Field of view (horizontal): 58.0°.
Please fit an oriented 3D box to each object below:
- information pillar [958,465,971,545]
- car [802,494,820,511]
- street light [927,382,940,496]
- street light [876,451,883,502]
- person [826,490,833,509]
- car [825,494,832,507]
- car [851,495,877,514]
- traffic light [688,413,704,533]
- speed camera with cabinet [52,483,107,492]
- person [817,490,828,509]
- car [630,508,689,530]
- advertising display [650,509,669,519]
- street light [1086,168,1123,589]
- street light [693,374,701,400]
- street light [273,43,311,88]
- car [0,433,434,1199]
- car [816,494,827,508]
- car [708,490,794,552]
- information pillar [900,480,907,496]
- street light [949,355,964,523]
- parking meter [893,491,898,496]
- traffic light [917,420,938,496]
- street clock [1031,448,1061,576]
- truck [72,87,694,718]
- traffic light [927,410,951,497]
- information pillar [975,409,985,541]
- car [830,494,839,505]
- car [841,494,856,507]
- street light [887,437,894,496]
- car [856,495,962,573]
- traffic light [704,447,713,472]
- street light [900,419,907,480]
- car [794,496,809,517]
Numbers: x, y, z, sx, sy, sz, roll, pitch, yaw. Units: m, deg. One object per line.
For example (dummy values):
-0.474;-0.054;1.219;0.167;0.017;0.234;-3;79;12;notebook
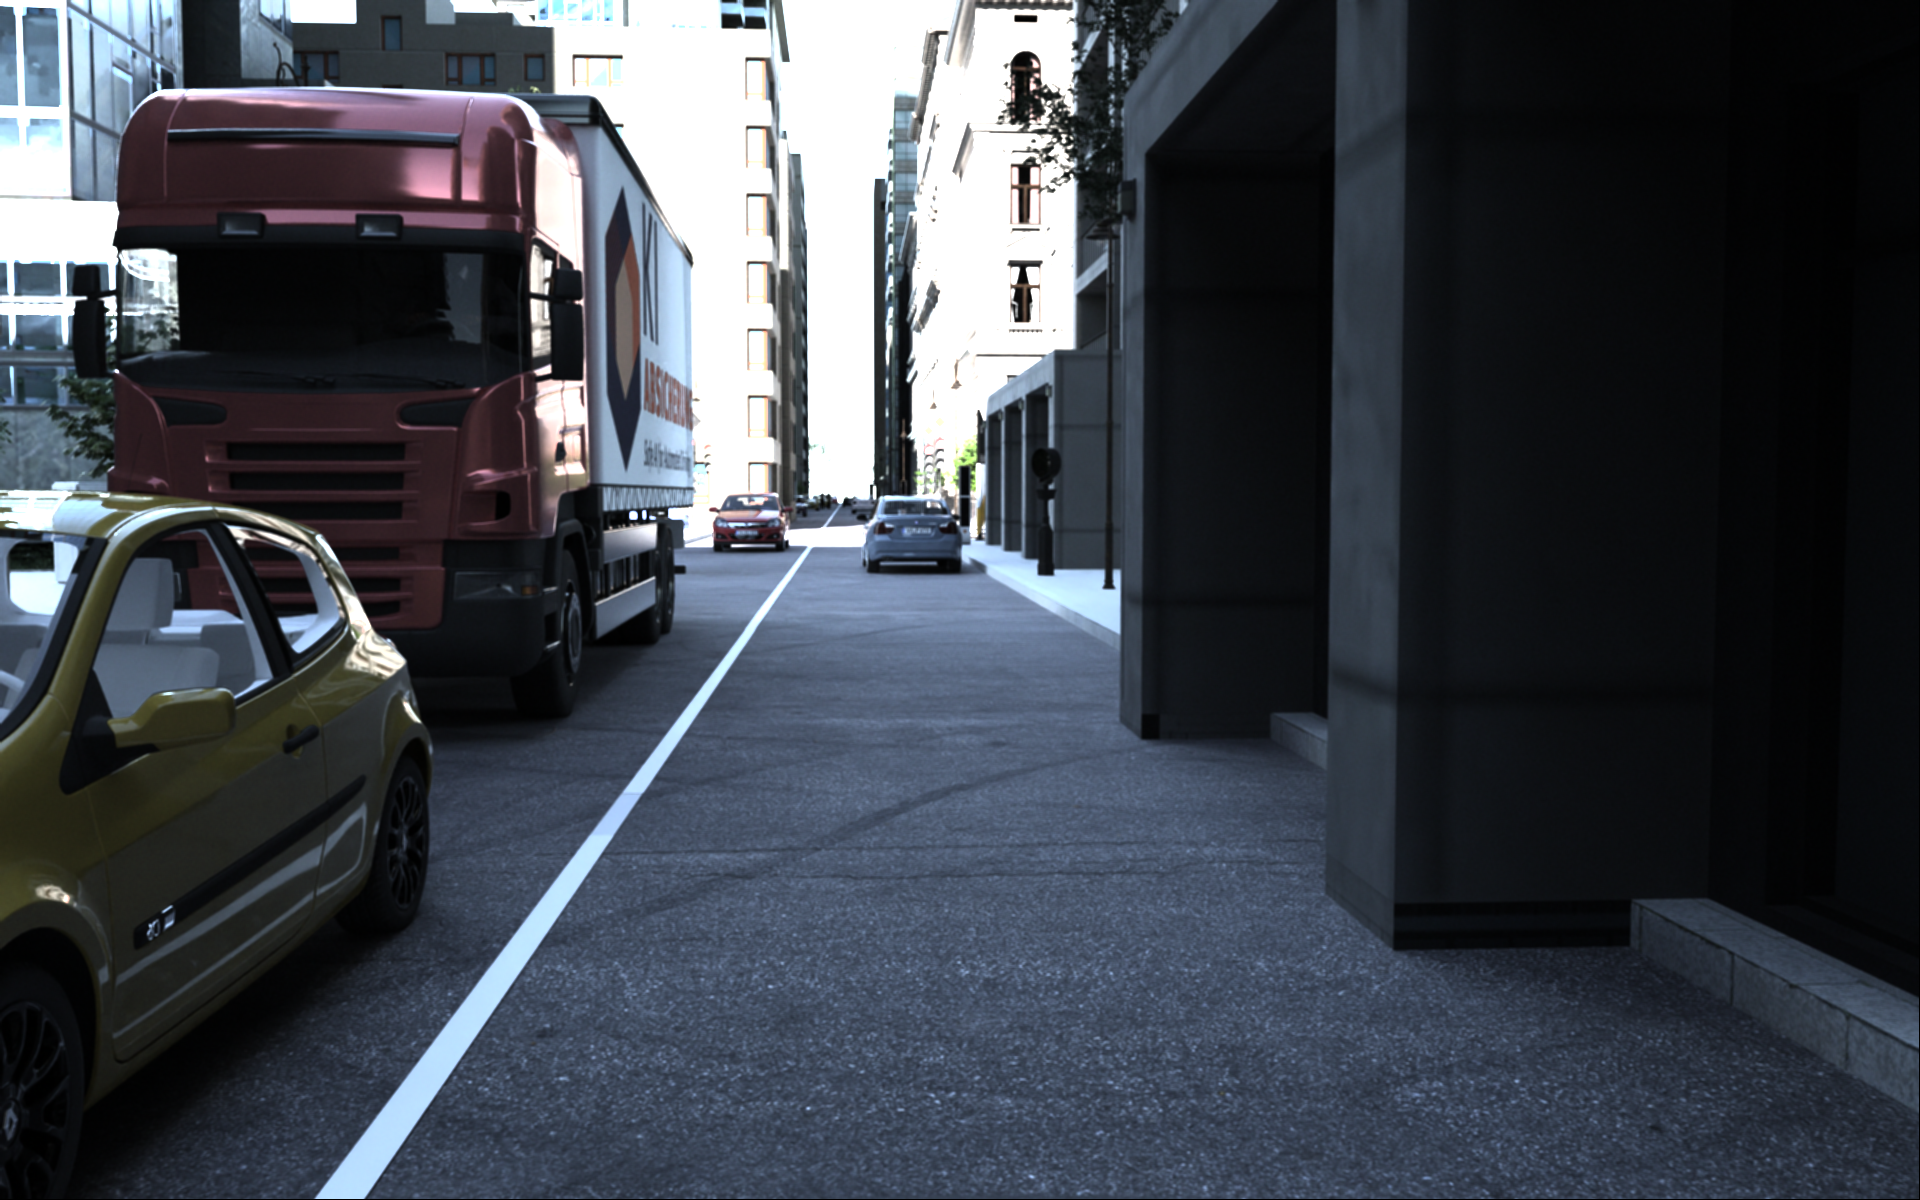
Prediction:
0.117;-2.417;44.012;0.304;2.012;0.304;0;4;-4;information pillar
-12.933;-8.445;148.298;2.015;1.641;3.980;0;4;-2;car
-1.103;-6.047;71.654;0.468;5.910;1.993;0;4;-4;street light
-8.317;-12.819;182.377;0.468;5.910;1.993;0;4;-4;street light
-12.726;-9.770;168.332;0.705;1.812;1.348;-2;4;-33;person
-15.313;-11.213;193.552;2.015;1.641;3.980;0;4;-5;car
-7.040;-7.061;127.817;2.083;1.381;4.827;0;4;-2;car
-8.940;-4.196;57.520;0.839;4.253;0.868;0;4;-4;traffic light
-12.279;-1.907;25.512;0.660;3.252;2.038;2;4;27;speed camera with cabinet
-13.010;-9.475;163.433;1.348;1.823;0.705;2;4;26;person
-11.460;-3.184;61.646;3.694;1.707;1.945;0;4;-2;car
-8.916;-2.828;51.454;0.123;1.923;0.974;1;4;18;advertising display
2.012;-3.086;23.241;0.468;5.910;1.993;0;4;-4;street light
-9.956;-5.697;65.940;0.468;5.910;1.993;0;4;-4;street light
-6.880;-2.788;18.378;0.468;5.910;1.993;0;4;-4;street light
-2.599;0.363;4.284;2.015;1.641;3.980;0;4;-2;car
-14.880;-10.586;183.309;2.015;1.641;3.980;0;4;-4;car
-5.345;-2.172;44.558;2.155;1.783;4.494;0;4;-3;car
-3.011;-5.403;92.824;0.304;2.012;0.304;1;4;9;information pillar
-0.133;-5.196;57.737;0.468;5.910;1.993;0;4;-4;street light
-4.909;-7.510;131.191;0.372;1.533;0.369;0;3;0;parking meter
-1.211;-4.716;66.034;0.839;4.253;0.868;0;4;-4;traffic light
1.353;-1.387;27.250;0.358;2.002;0.471;-3;4;-37;street clock
-3.900;-1.559;14.405;2.839;4.237;11.283;0;4;-4;truck
-0.696;-4.229;58.066;0.839;4.253;0.868;0;4;-4;traffic light
0.578;-3.447;47.706;0.183;3.616;0.504;1;4;20;information pillar
-17.249;-13.661;232.392;2.155;1.783;4.494;0;4;-2;car
-11.951;-10.948;188.793;2.009;1.686;4.222;0;4;-4;car
-6.016;-10.695;147.652;0.468;5.910;1.993;0;4;-4;street light
-0.953;-1.279;32.922;2.014;1.417;4.499;0;4;-5;car
-9.454;-4.683;65.489;0.839;4.253;0.868;0;4;-4;traffic light
-3.449;-8.159;106.179;0.468;5.910;1.993;0;4;-4;street light
-10.555;-5.944;109.763;1.945;1.354;3.894;0;4;-5;car
